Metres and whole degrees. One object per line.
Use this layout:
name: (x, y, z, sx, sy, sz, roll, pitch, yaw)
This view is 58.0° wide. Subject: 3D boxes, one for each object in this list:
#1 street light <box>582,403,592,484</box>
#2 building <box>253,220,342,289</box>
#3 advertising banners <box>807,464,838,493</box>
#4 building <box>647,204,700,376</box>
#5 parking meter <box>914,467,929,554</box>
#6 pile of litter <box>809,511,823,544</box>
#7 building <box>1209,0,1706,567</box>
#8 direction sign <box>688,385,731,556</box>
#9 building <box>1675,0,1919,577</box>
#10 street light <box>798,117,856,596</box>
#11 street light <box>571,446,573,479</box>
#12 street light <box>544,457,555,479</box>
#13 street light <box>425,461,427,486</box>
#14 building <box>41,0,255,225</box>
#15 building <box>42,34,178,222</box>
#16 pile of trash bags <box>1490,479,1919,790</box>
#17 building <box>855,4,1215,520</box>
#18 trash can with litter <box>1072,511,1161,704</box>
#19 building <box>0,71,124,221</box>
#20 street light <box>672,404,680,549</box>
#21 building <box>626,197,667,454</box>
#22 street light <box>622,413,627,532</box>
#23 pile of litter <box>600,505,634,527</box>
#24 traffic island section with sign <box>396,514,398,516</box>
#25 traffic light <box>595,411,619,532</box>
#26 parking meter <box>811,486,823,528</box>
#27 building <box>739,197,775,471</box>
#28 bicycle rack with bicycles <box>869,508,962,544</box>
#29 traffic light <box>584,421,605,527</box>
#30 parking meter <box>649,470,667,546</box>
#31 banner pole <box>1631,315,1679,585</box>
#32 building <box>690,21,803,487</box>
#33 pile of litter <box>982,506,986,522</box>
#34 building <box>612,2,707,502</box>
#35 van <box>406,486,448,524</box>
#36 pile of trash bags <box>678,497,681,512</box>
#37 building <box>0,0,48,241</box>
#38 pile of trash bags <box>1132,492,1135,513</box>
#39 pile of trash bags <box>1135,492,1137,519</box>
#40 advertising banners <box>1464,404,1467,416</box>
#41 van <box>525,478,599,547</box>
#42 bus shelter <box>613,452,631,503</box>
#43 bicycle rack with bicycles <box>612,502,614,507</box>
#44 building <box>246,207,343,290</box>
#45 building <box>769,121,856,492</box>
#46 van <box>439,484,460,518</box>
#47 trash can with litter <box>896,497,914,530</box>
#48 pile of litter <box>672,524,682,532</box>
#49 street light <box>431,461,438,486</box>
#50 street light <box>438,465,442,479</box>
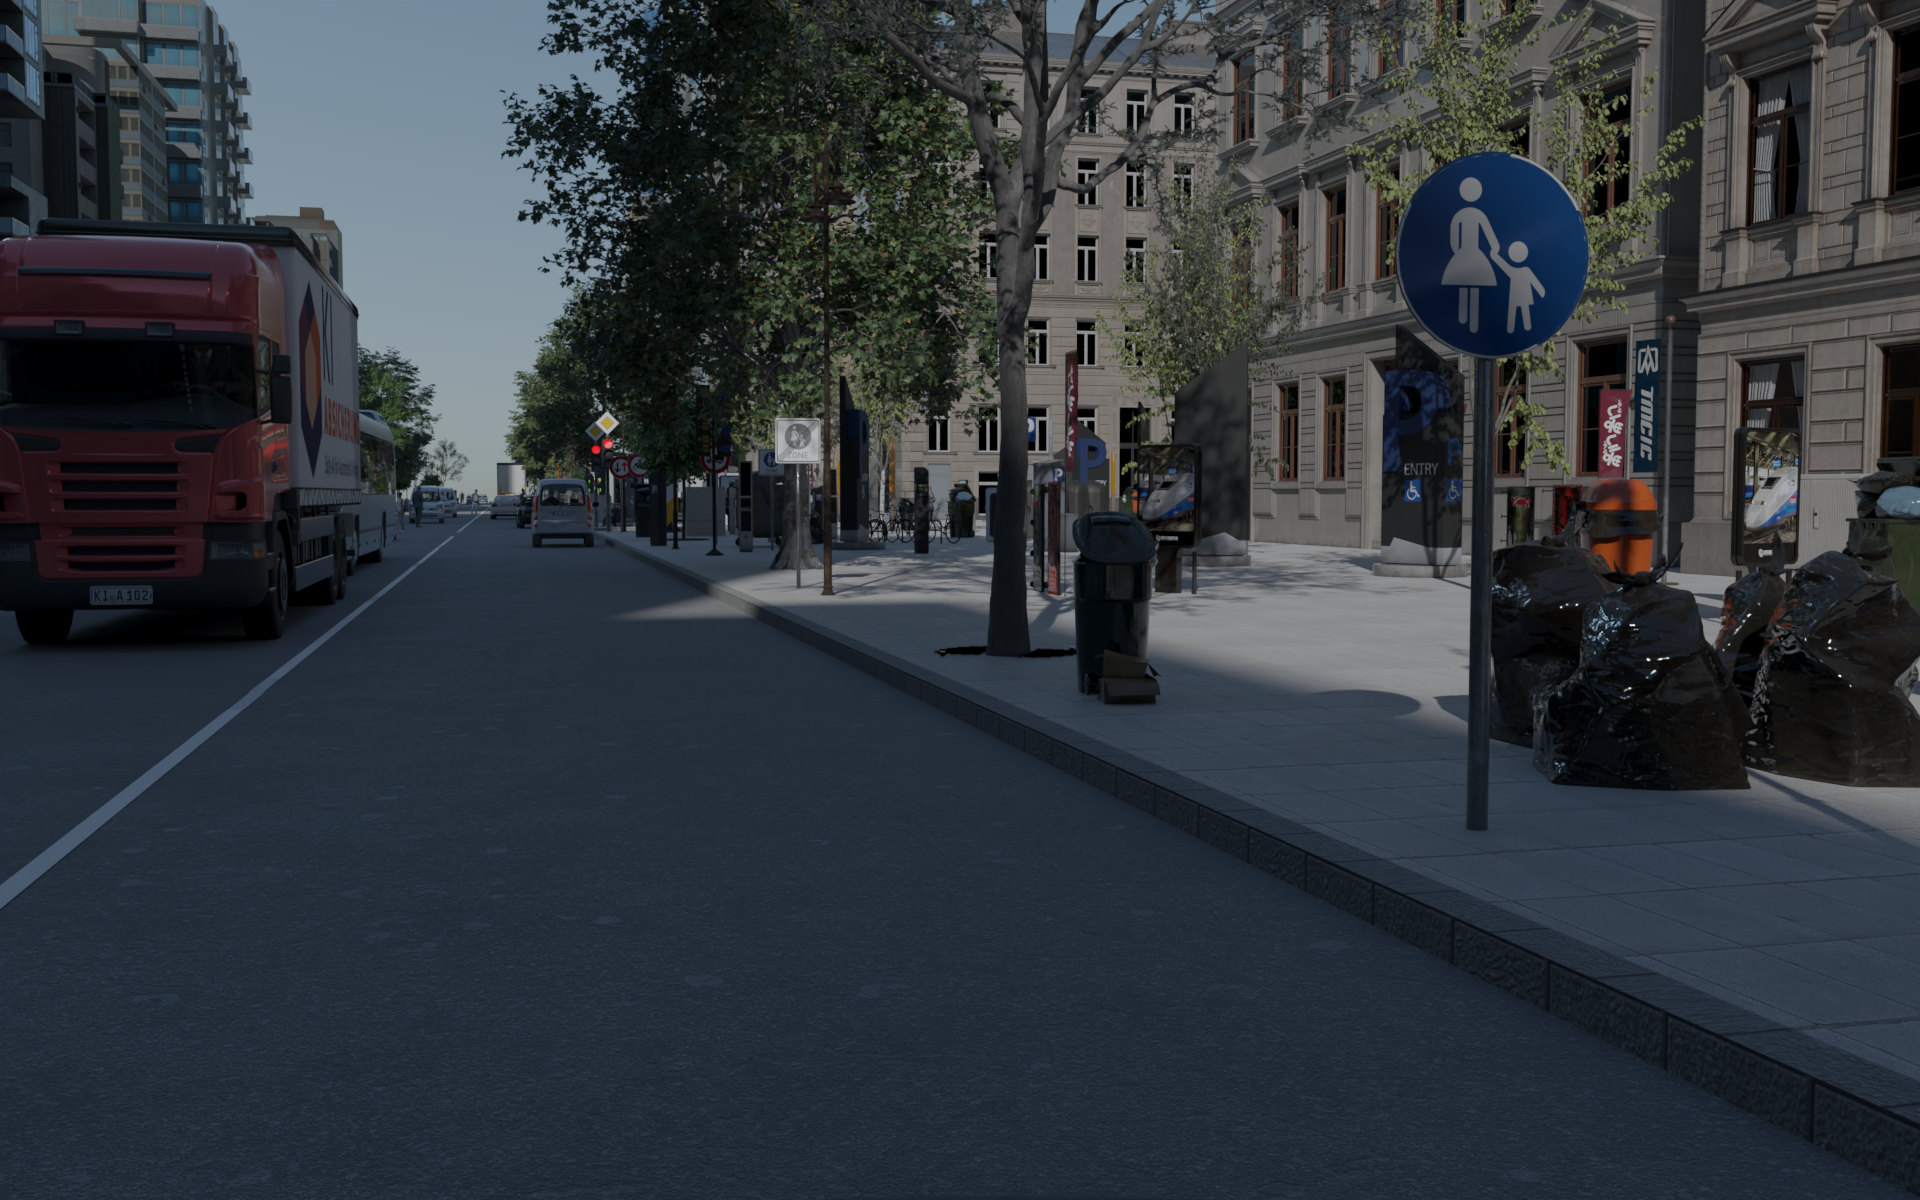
street light: (-17.688, -6.689, 82.148, 0.468, 5.910, 1.993, -1, 4, -15)
building: (-100.315, -35.206, 259.213, 14.154, 41.232, 14.086, -1, 4, -15)
advertising banners: (-7.171, -5.761, 90.382, 2.074, 3.025, 0.090, -1, 4, -18)
building: (-39.405, -34.487, 247.457, 14.154, 41.232, 14.086, -1, 4, -15)
parking meter: (-0.830, -1.934, 37.331, 0.255, 1.863, 0.399, -1, 4, -14)
pile of litter: (-4.041, -1.866, 44.476, 1.176, 0.858, 1.719, 2, 4, 25)
building: (14.475, -12.478, 40.168, 11.583, 22.565, 21.152, -1, 4, -15)
direction sign: (-5.130, -2.696, 36.083, 0.876, 3.537, 0.379, -3, 5, -45)
building: (18.484, -9.492, 19.820, 10.561, 19.102, 19.286, -1, 4, -15)
street light: (-1.673, -2.995, 21.759, 0.468, 5.910, 1.993, -1, 4, -15)
street light: (-22.610, -7.834, 100.881, 0.468, 5.910, 1.993, -1, 4, -15)
street light: (-37.046, -11.215, 156.149, 0.468, 5.910, 1.993, -1, 4, -15)
street light: (-67.242, -15.008, 218.165, 0.468, 5.910, 1.993, -1, 4, -15)
building: (-80.883, -33.476, 166.935, 23.786, 49.044, 30.456, -1, 4, -15)
building: (-78.195, -27.397, 139.818, 32.217, 40.220, 23.993, -1, 4, -15)
pile of trash bags: (3.703, 0.041, 9.075, 1.912, 1.369, 3.447, 1, 4, 9)
building: (7.415, -18.037, 92.173, 25.104, 27.353, 12.463, -1, 4, -15)
trash can with litter: (1.065, 0.025, 10.973, 0.624, 1.170, 1.055, 0, 4, -8)
building: (-65.719, -21.168, 117.792, 14.160, 30.474, 14.107, -1, 4, -15)
street light: (-6.628, -4.122, 40.185, 0.468, 5.910, 1.993, -1, 4, -15)
building: (-42.724, -37.367, 261.057, 14.600, 45.320, 14.200, -1, 4, -15)
street light: (-11.396, -5.252, 58.660, 0.468, 5.910, 1.993, -1, 4, -15)
pile of litter: (-13.424, -3.332, 68.450, 1.719, 0.858, 1.176, -2, 4, -23)
traffic island section with sign: (-37.365, -6.333, 112.165, 1.989, 1.847, 2.006, -1, 4, -15)
traffic light: (-11.990, -4.279, 58.879, 0.839, 4.253, 0.868, -1, 4, -15)
parking meter: (-4.195, -2.600, 50.920, 0.372, 1.533, 0.369, 0, 3, 0)
building: (-9.002, -21.164, 133.416, 14.401, 28.519, 23.554, -1, 4, -15)
bicycle rack with bicycles: (-1.702, -1.933, 44.986, 2.852, 0.926, 2.925, -2, 4, -35)
traffic light: (-14.015, -4.751, 66.604, 0.839, 4.253, 0.868, -1, 4, -15)
parking meter: (-7.450, -2.264, 42.719, 0.399, 1.863, 0.255, 2, 4, 35)
banner pole: (9.860, -2.114, 24.585, 0.401, 3.779, 0.863, -2, 4, -24)
building: (-14.990, -44.410, 164.363, 20.563, 71.187, 20.611, -1, 4, -15)
pile of litter: (1.590, -4.034, 79.924, 1.176, 0.858, 1.719, 0, 4, 4)
building: (-45.083, -59.373, 283.418, 22.319, 86.520, 31.000, -1, 4, -15)
van: (-26.398, -4.815, 85.736, 2.013, 2.044, 4.112, -1, 4, -16)
pile of trash bags: (-20.027, -6.804, 121.005, 3.447, 1.369, 1.912, -2, 4, -26)
building: (-57.714, -47.102, 82.788, 22.319, 86.520, 31.000, -1, 4, -15)
pile of trash bags: (11.688, -7.411, 130.928, 1.912, 1.369, 3.447, -1, 4, -17)
pile of trash bags: (10.628, -4.621, 85.303, 3.447, 1.369, 1.912, -3, 5, -42)
advertising banners: (8.950, -2.265, 33.216, 2.074, 3.025, 0.090, -2, 4, -29)
van: (-11.000, -2.503, 47.941, 2.013, 2.044, 4.112, -1, 4, -13)
bus shelter: (-19.262, -6.636, 99.785, 1.731, 3.624, 6.357, -1, 4, -15)
bicycle rack with bicycles: (-22.507, -5.841, 108.887, 2.852, 0.926, 2.925, -1, 4, -9)
building: (-104.739, -38.068, 272.524, 14.600, 45.320, 14.200, -1, 4, -15)
building: (-4.319, -19.951, 112.105, 13.634, 28.700, 20.117, -1, 4, -15)
van: (-31.812, -6.086, 106.524, 2.013, 2.044, 4.112, -1, 4, -16)
trash can with litter: (-1.717, -3.072, 61.609, 1.055, 1.170, 0.624, -2, 4, -34)
pile of litter: (-9.863, -2.748, 58.888, 1.176, 0.858, 1.719, -1, 4, -20)
street light: (-72.067, -16.137, 236.632, 0.468, 5.910, 1.993, -1, 4, -15)
street light: (-77.045, -17.290, 255.472, 0.468, 5.910, 1.993, -1, 4, -15)
